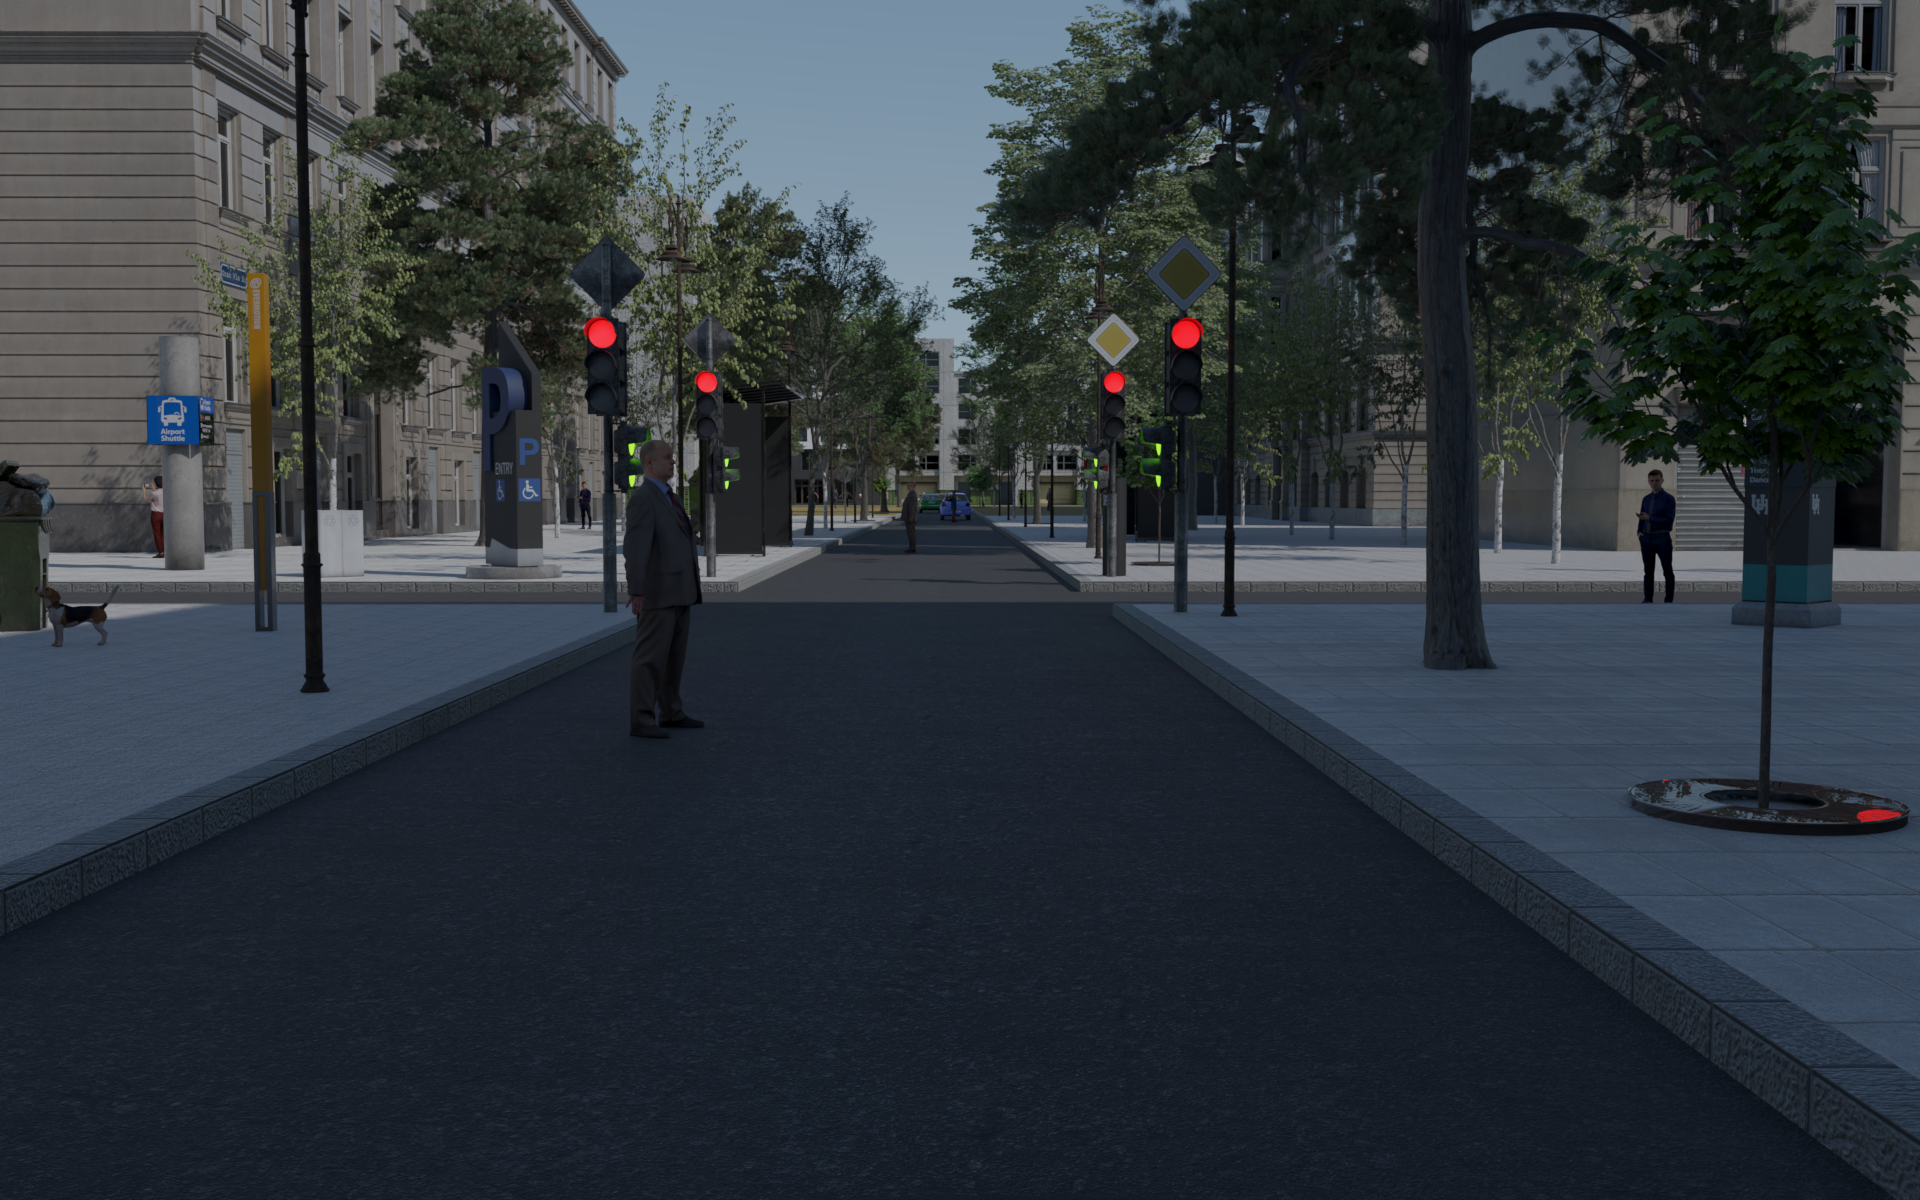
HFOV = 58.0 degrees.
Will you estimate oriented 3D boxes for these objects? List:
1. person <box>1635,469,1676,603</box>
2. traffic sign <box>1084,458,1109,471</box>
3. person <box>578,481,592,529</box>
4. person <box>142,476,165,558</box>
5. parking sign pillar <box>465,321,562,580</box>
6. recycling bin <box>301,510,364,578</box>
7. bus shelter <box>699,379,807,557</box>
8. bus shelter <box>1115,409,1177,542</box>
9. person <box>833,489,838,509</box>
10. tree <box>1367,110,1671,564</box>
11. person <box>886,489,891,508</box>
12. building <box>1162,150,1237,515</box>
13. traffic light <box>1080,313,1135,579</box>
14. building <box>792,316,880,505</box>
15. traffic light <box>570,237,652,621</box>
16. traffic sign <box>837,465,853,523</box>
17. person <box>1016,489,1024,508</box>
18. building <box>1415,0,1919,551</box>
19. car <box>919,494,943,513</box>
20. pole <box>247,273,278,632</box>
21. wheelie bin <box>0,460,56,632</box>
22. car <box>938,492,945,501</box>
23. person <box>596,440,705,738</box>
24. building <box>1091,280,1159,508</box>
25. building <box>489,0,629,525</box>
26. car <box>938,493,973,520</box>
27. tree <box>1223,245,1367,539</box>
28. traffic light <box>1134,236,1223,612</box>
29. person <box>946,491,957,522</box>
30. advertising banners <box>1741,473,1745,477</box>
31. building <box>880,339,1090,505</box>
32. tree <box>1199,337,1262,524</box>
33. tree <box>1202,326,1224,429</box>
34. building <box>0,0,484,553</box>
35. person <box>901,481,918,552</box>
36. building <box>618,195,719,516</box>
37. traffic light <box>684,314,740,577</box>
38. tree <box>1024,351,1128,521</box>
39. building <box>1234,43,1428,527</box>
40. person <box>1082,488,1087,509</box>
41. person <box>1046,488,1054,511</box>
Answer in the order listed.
[{"bbox_3d":[8.619,-0.756,21.560,0.504,1.737,0.576,-3,4,-38],"label":"person"},{"bbox_3d":[4.247,-3.300,54.055,0.768,2.556,0.104,0,4,4],"label":"traffic sign"},{"bbox_3d":[-13.647,-3.430,62.835,0.576,1.737,0.504,1,4,18],"label":"person"},{"bbox_3d":[-16.067,-1.659,34.627,0.517,1.644,0.566,-1,4,-22],"label":"person"},{"bbox_3d":[-6.858,-2.327,26.523,1.447,3.967,1.447,-3,4,-36],"label":"parking sign pillar"},{"bbox_3d":[-9.768,-0.881,26.965,0.722,1.027,0.722,-3,5,-42],"label":"recycling bin"},{"bbox_3d":[-4.528,-2.894,38.606,1.731,3.624,6.357,0,4,0],"label":"bus shelter"},{"bbox_3d":[5.198,-3.568,49.613,1.731,3.624,6.357,0,4,-1],"label":"bus shelter"},{"bbox_3d":[-10.962,-8.897,151.962,0.683,1.767,0.568,1,4,19],"label":"person"},{"bbox_3d":[10.828,-4.981,31.809,4.737,8.622,4.395,0,3,0],"label":"tree"},{"bbox_3d":[-6.726,-9.351,158.940,0.705,1.824,1.348,2,4,24],"label":"person"},{"bbox_3d":[27.361,-16.862,119.663,27.936,21.610,32.646,0,4,0],"label":"building"},{"bbox_3d":[2.331,-2.293,26.730,0.839,4.213,0.868,0,4,0],"label":"traffic light"},{"bbox_3d":[-25.525,-22.408,210.351,32.646,21.610,27.936,0,4,0],"label":"building"},{"bbox_3d":[-3.777,-1.801,18.689,0.839,4.213,0.868,0,4,0],"label":"traffic light"},{"bbox_3d":[-5.003,-4.611,75.502,0.768,2.556,0.104,0,4,4],"label":"traffic sign"},{"bbox_3d":[5.467,-9.146,156.298,0.721,1.735,1.217,-2,4,-32],"label":"person"},{"bbox_3d":[28.855,-12.969,45.322,30.059,22.955,16.112,0,4,0],"label":"building"},{"bbox_3d":[-2.209,-7.443,130.488,1.959,1.807,4.718,0,4,-2],"label":"car"},{"bbox_3d":[-6.502,-1.363,16.136,0.158,3.312,0.155,0,3,0],"label":"pole"},{"bbox_3d":[-8.945,-0.517,16.356,0.693,1.594,0.980,-1,4,-18],"label":"wheelie bin"},{"bbox_3d":[-1.782,-8.939,155.186,2.155,1.783,4.494,0,4,-2],"label":"car"},{"bbox_3d":[-1.750,-0.083,10.414,0.434,1.755,0.990,1,4,17],"label":"person"},{"bbox_3d":[21.361,-17.447,151.714,16.747,18.905,31.486,0,4,0],"label":"building"},{"bbox_3d":[-22.717,-16.994,75.119,12.463,27.353,25.104,0,4,0],"label":"building"},{"bbox_3d":[-0.262,-5.293,96.134,1.945,1.707,3.694,0,4,-1],"label":"car"},{"bbox_3d":[10.277,-6.011,48.649,4.737,8.622,4.395,0,3,0],"label":"tree"},{"bbox_3d":[2.384,-1.804,18.745,0.839,4.213,0.868,0,4,0],"label":"traffic light"},{"bbox_3d":[-0.348,-4.741,87.881,0.662,1.594,0.647,2,4,29],"label":"person"},{"bbox_3d":[13.259,-1.963,28.290,2.074,3.025,0.090,-2,4,-35],"label":"advertising banners"},{"bbox_3d":[6.575,-20.729,205.370,31.486,18.905,16.747,0,4,0],"label":"building"},{"bbox_3d":[11.223,-7.626,75.042,4.360,8.622,3.978,0,3,0],"label":"tree"},{"bbox_3d":[10.168,-6.342,54.055,4.737,8.622,4.395,0,3,0],"label":"tree"},{"bbox_3d":[-22.173,-15.400,49.055,12.463,27.353,25.104,0,4,0],"label":"building"},{"bbox_3d":[-1.245,-2.050,42.568,0.434,1.755,0.990,0,4,-1],"label":"person"},{"bbox_3d":[-24.276,-15.410,118.413,16.747,18.905,31.486,0,4,0],"label":"building"},{"bbox_3d":[-3.830,-2.289,26.673,0.839,4.213,0.868,0,4,0],"label":"traffic light"},{"bbox_3d":[5.615,-7.992,81.031,4.360,8.622,3.978,0,3,0],"label":"tree"},{"bbox_3d":[21.301,-16.229,84.430,14.460,24.649,34.723,0,4,0],"label":"building"},{"bbox_3d":[11.056,-8.802,149.589,1.348,1.869,0.705,-2,4,-25],"label":"person"},{"bbox_3d":[6.818,-7.607,130.976,0.434,1.755,0.990,-2,4,-27],"label":"person"}]
